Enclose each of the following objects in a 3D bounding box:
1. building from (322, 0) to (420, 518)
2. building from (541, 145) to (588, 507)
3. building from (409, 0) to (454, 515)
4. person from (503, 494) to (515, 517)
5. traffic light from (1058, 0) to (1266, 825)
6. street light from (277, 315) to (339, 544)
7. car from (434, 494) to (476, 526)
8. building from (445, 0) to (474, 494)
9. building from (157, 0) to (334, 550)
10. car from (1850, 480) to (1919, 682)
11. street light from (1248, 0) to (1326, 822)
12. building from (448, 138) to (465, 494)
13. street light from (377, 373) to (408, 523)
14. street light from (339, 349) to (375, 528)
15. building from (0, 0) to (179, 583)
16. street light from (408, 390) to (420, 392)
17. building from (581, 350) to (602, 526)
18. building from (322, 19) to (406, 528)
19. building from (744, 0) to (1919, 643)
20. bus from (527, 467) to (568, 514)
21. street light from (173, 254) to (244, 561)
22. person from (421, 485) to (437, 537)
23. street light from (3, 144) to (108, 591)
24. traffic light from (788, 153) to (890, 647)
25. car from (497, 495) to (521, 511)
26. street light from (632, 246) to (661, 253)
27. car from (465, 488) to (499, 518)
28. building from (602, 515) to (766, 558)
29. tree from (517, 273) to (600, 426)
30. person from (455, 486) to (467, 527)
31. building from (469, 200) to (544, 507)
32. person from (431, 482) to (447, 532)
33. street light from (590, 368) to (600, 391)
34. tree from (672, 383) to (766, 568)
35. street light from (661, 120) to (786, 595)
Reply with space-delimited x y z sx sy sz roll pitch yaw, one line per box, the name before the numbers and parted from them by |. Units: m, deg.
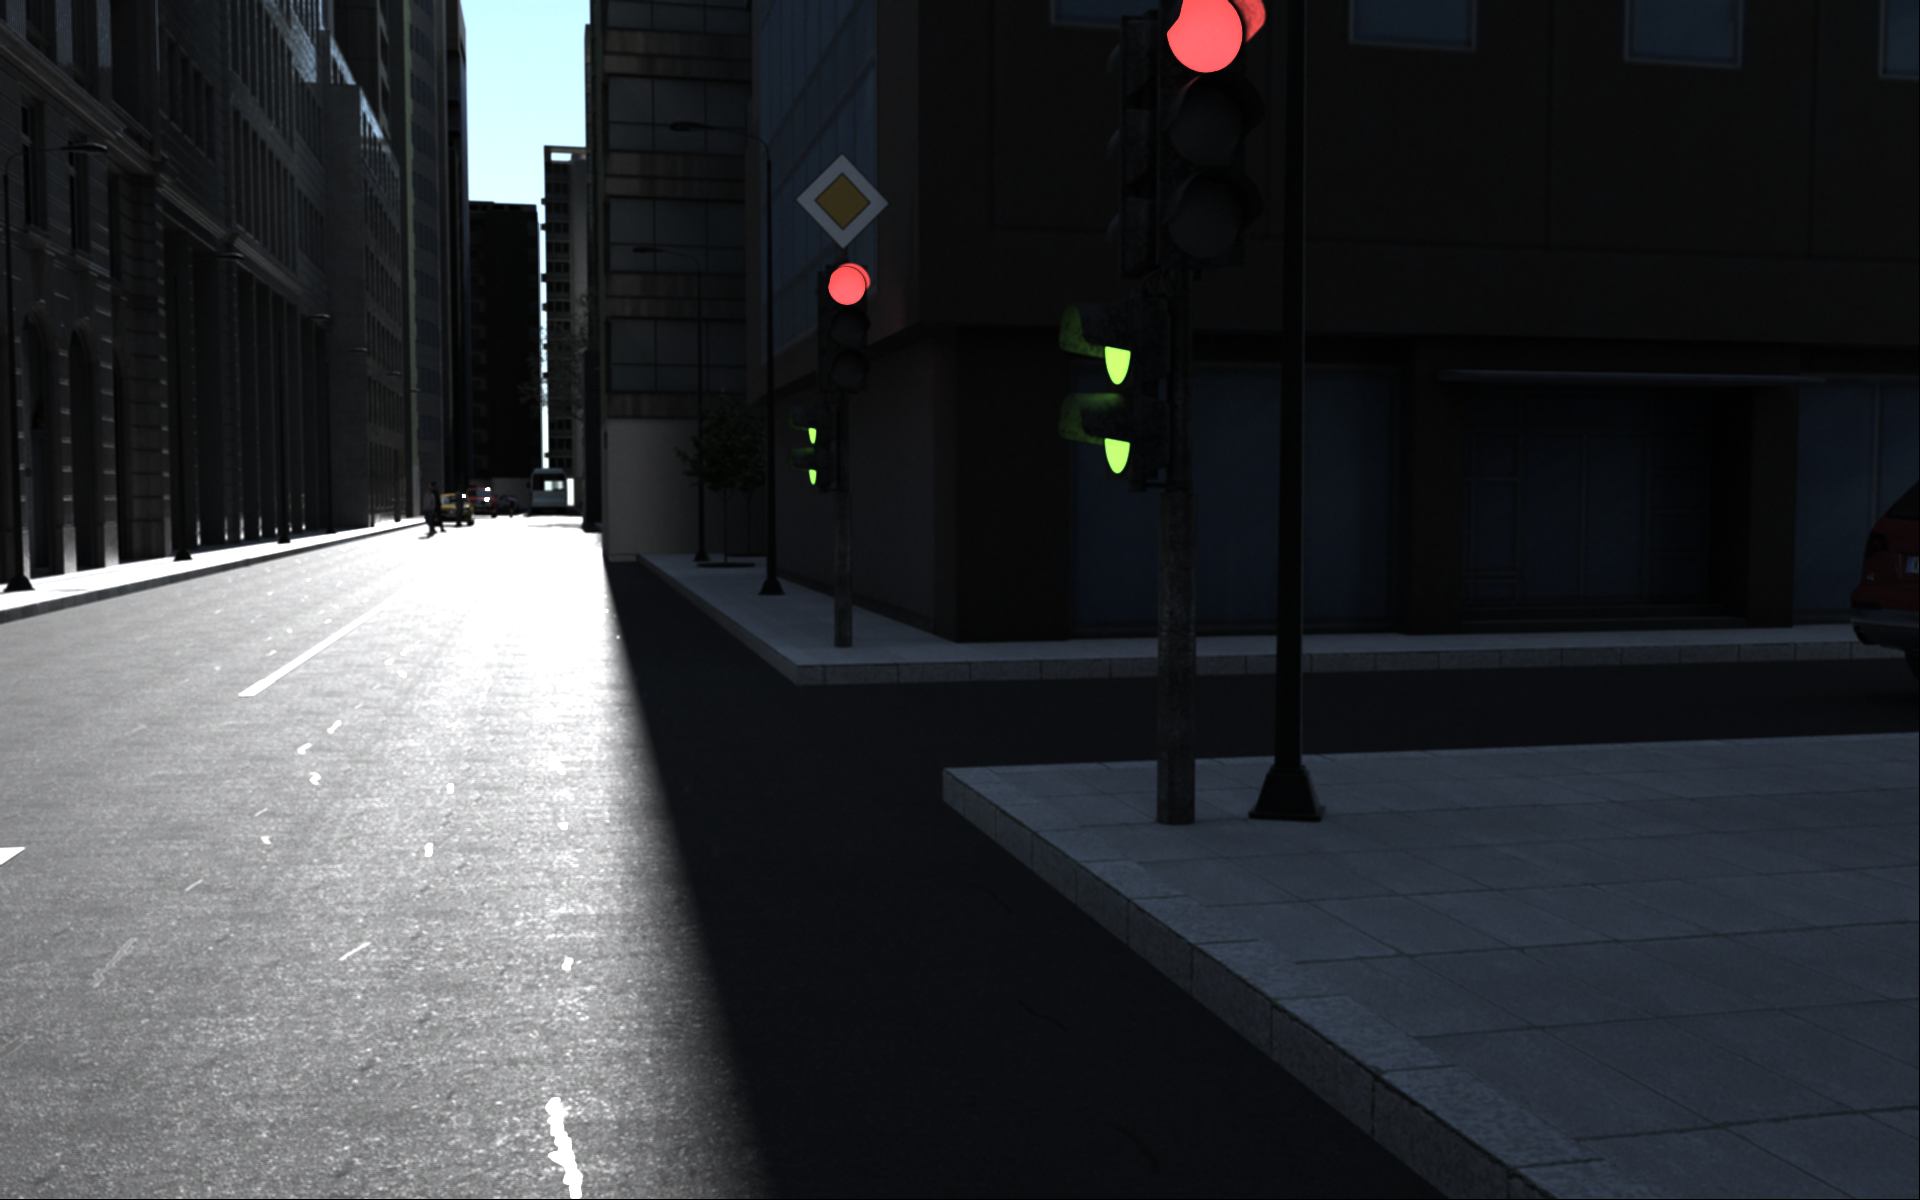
building | -36.333 -24.866 90.160 14.154 41.232 14.086 -1 4 -13
building | -32.600 -30.237 186.249 23.993 40.220 32.217 -1 4 -13
building | -44.444 -34.768 110.449 21.231 58.520 28.212 -1 4 -13
person | -27.696 -5.788 106.371 0.697 1.427 0.421 -1 4 -12
traffic light | 0.825 -1.085 6.660 0.839 4.253 0.868 -1 4 -13
street light | -17.033 -4.429 44.961 1.470 5.913 1.316 -1 4 -13
car | -23.057 -4.199 78.870 2.015 1.641 3.980 -1 4 -13
building | -50.091 -30.563 149.819 14.200 45.320 14.600 -1 4 -13
building | -25.346 -16.569 48.401 11.434 29.767 29.804 -1 4 -13
car | 8.817 -0.196 11.871 5.304 1.827 2.281 -1 4 -14
street light | 0.783 -2.085 6.639 1.470 5.913 1.316 -1 4 -13
building | -46.000 -22.109 133.183 14.160 30.474 14.107 -1 4 -13
street light | -22.033 -5.727 66.185 1.470 5.913 1.316 -1 4 -13
street light | -19.633 -5.071 55.446 1.470 5.913 1.316 -1 4 -13
building | -19.192 -11.034 22.202 13.314 21.916 24.055 -1 4 -13
street light | -24.669 -6.389 76.996 1.470 5.913 1.316 -1 4 -13
building | -4.809 -46.506 73.037 22.319 86.520 31.000 -1 4 -13
building | -29.259 -13.269 71.693 10.420 20.320 16.860 -1 4 -13
building | 4.998 -22.709 21.405 14.200 45.320 14.600 -1 4 -13
bus | -31.086 -8.299 130.545 2.948 3.499 13.247 -1 4 -14
street light | -14.531 -3.729 33.518 1.470 5.913 1.316 -1 4 -13
person | -17.892 -3.014 58.452 0.731 1.740 0.598 2 4 24
street light | -12.004 -3.087 23.015 1.470 5.913 1.316 -1 4 -13
traffic light | -0.999 -1.560 14.435 0.839 4.253 0.868 -1 4 -13
car | -38.715 -8.326 148.486 2.083 1.381 4.827 -1 4 -13
street light | -5.446 -3.680 32.712 1.470 5.913 1.316 -1 4 -13
car | -29.388 -5.948 105.929 2.281 1.827 5.304 -1 4 -14
building | -2.176 -22.026 43.724 14.154 41.232 14.086 -1 4 -13
tree | -18.740 -11.210 93.652 12.009 13.543 11.850 0 3 0
person | -22.066 -4.155 76.621 0.466 1.800 0.511 0 4 -1
building | -49.002 -24.548 173.064 14.107 30.474 14.160 -1 4 -13
person | -19.655 -3.498 65.058 0.648 1.900 0.474 2 4 25
street light | -12.820 -5.610 64.269 1.470 5.913 1.316 -1 4 -13
tree | -4.263 -2.196 30.501 1.663 3.219 1.824 0 3 0
street light | -2.931 -3.013 21.808 1.470 5.913 1.316 -1 4 -13
